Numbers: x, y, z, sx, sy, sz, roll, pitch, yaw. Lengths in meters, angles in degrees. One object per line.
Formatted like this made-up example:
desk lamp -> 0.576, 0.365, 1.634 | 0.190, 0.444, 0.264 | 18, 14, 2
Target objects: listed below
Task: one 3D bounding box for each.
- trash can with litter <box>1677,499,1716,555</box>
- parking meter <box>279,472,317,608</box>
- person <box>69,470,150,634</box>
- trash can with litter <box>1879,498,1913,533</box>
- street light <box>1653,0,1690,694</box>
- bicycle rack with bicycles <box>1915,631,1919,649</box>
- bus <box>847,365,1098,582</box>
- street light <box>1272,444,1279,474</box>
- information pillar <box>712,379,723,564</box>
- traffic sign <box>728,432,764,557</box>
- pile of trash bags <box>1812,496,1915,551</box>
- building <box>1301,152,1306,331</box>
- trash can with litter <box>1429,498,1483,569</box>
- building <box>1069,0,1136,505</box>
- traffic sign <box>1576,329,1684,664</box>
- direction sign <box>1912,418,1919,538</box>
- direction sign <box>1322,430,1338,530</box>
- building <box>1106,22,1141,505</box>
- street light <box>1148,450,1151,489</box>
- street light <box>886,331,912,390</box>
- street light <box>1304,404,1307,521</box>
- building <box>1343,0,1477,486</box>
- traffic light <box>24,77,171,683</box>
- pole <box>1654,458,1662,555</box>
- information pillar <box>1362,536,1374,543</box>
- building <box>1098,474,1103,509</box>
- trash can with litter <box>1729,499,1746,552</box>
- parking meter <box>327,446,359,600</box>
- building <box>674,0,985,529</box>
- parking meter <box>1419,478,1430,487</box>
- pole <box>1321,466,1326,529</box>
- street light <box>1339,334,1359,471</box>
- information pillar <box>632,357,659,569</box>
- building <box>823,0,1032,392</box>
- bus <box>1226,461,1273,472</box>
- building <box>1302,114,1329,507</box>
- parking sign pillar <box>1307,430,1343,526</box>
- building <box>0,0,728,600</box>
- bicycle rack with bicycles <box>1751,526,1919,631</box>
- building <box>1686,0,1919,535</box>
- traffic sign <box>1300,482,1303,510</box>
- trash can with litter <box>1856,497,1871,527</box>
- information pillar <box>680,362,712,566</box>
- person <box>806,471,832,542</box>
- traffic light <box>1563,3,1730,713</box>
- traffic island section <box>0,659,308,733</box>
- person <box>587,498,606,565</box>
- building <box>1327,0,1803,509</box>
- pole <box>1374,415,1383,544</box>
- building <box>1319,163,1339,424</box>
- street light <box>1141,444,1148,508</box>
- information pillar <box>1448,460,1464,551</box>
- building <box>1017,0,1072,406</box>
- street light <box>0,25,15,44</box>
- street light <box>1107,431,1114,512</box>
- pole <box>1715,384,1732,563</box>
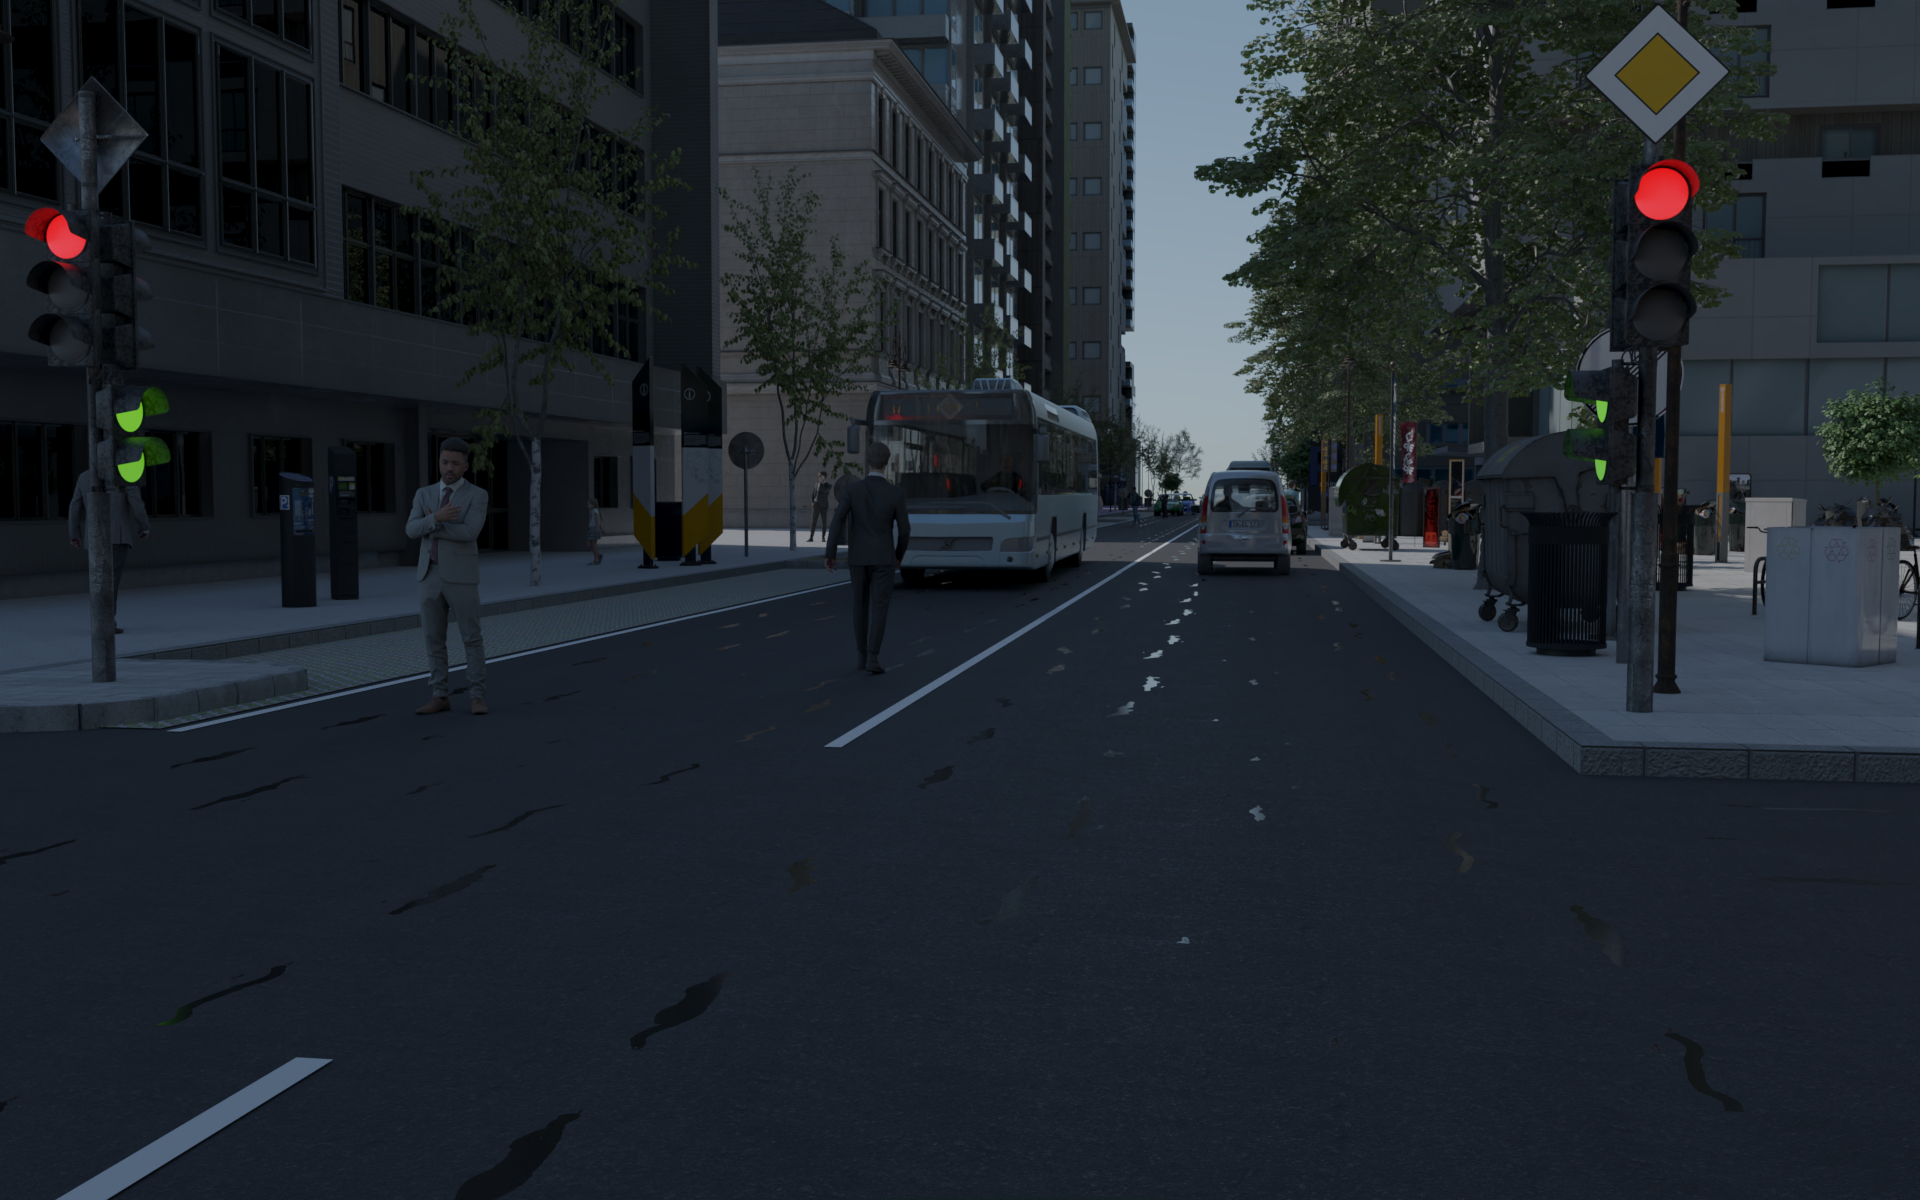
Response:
trash can with litter -> 15.463, -1.534, 36.461 | 0.624, 1.170, 1.055 | -2, 4, -27
parking meter -> -7.517, -0.688, 19.660 | 0.372, 1.533, 0.369 | 0, 3, 0
person -> -7.877, -0.590, 16.086 | 0.661, 1.777, 0.834 | -1, 4, -11
trash can with litter -> 28.890, -2.578, 53.537 | 1.055, 1.170, 0.624 | 1, 4, 10
street light -> 4.563, -2.338, 11.016 | 0.468, 5.910, 1.993 | 1, 4, 9
bicycle rack with bicycles -> 9.344, -0.034, 13.931 | 2.925, 0.926, 2.852 | -2, 4, -27
bus -> 0.694, -2.212, 31.019 | 2.948, 3.499, 13.247 | 1, 4, 9
street light -> 30.789, -11.957, 168.291 | 0.468, 5.910, 1.993 | 1, 4, 9
information pillar -> -4.583, -2.464, 31.637 | 0.504, 3.616, 0.183 | -2, 4, -33
traffic sign -> -4.371, -2.157, 35.372 | 0.768, 2.556, 0.104 | 1, 4, 10
pile of trash bags -> 21.365, -1.828, 39.633 | 3.447, 1.369, 1.912 | 2, 4, 25
building -> 50.896, -33.397, 200.672 | 22.147, 44.769, 28.867 | 1, 4, 9
trash can with litter -> 8.435, -1.114, 29.598 | 0.624, 1.170, 1.055 | -2, 4, -25
building -> 3.777, -36.571, 187.178 | 28.713, 52.752, 27.495 | 1, 4, 9
traffic sign -> 5.018, -0.792, 13.057 | 0.768, 2.556, 0.104 | 1, 4, 13
direction sign -> 28.142, -3.609, 51.001 | 0.379, 3.537, 0.876 | 0, 4, 2
direction sign -> 13.054, -4.233, 61.200 | 0.379, 3.537, 0.876 | -2, 4, -24
building -> 11.766, -55.173, 214.749 | 22.319, 86.520, 31.000 | 1, 4, 9
street light -> 18.643, -12.135, 171.192 | 0.468, 5.910, 1.993 | 1, 4, 9
street light -> -1.716, -4.673, 49.194 | 0.468, 5.910, 1.993 | 1, 4, 9
street light -> 16.725, -6.791, 83.821 | 0.468, 5.910, 1.993 | 1, 4, 9
building -> 34.044, -29.183, 100.851 | 21.300, 48.544, 21.600 | 1, 4, 9
traffic light -> -5.837, -1.395, 11.724 | 0.839, 4.253, 0.868 | 1, 4, 9
pole -> 13.817, -2.478, 34.364 | 0.158, 3.312, 0.155 | 0, 3, 0
information pillar -> 10.793, -2.523, 45.740 | 0.304, 2.012, 0.304 | 1, 4, 13
building -> -4.662, -27.685, 144.532 | 32.217, 40.220, 23.993 | 1, 4, 9
trash can with litter -> 17.452, -1.641, 38.222 | 0.624, 1.170, 1.055 | -1, 4, -22
parking meter -> -7.492, -0.938, 21.042 | 0.255, 1.863, 0.399 | -2, 4, -35
building -> -7.315, -13.107, 65.206 | 10.553, 20.767, 40.483 | 1, 4, 9
parking meter -> 16.539, -3.418, 61.591 | 0.399, 1.863, 0.255 | 1, 4, 22
pole -> 13.315, -4.255, 63.410 | 0.158, 3.312, 0.155 | 0, 3, 0
street light -> 10.626, -4.565, 47.421 | 0.468, 5.910, 1.993 | 1, 4, 9
information pillar -> -5.432, -2.350, 29.774 | 0.504, 3.616, 0.183 | 3, 5, 40
building -> -7.767, -29.564, 102.980 | 23.786, 49.044, 30.456 | 1, 4, 9
bus -> 16.890, -6.553, 102.004 | 2.948, 3.499, 13.247 | 0, 4, 8
building -> 42.889, -30.384, 180.377 | 14.154, 41.232, 14.086 | 1, 4, 9
parking sign pillar -> 14.869, -5.017, 70.493 | 1.447, 3.967, 1.447 | 2, 4, 24
building -> -15.265, -12.938, 30.599 | 14.314, 24.678, 30.058 | 1, 4, 9
bicycle rack with bicycles -> 9.470, -0.301, 18.311 | 2.925, 0.926, 2.852 | -3, 5, -42
building -> 32.974, -29.136, 65.610 | 28.713, 52.752, 27.495 | 1, 4, 9
traffic sign -> 16.240, -5.035, 82.428 | 0.768, 2.556, 0.104 | 1, 4, 12
trash can with litter -> 23.052, -2.039, 44.394 | 1.678, 1.210, 2.233 | 0, 4, -2
information pillar -> -4.754, -2.421, 30.939 | 0.504, 3.616, 0.183 | -2, 4, -28
person -> -3.761, -2.509, 46.428 | 0.648, 1.900, 0.474 | 1, 4, 18
traffic light -> 3.993, -1.296, 10.111 | 0.839, 4.253, 0.868 | 1, 4, 9
traffic island section -> -5.874, 0.637, 11.865 | 2.009, 0.180, 2.903 | 1, 4, 9
person -> -6.535, -1.235, 31.243 | 0.382, 1.210, 0.505 | -2, 4, -24
building -> 40.835, -32.760, 124.866 | 28.713, 52.752, 27.495 | 1, 4, 9
pole -> 10.760, -3.101, 44.547 | 0.158, 3.312, 0.155 | 0, 3, 0
building -> 37.650, -22.961, 147.120 | 14.160, 30.474, 14.107 | 1, 4, 9
street light -> 16.948, -11.511, 160.998 | 0.468, 5.910, 1.993 | 1, 4, 9
information pillar -> 10.613, -1.991, 37.047 | 0.304, 2.012, 0.304 | 1, 4, 17
building -> 0.285, -26.962, 124.417 | 14.154, 41.232, 14.086 | 1, 4, 9
street light -> -7.673, -2.445, 12.772 | 0.468, 5.910, 1.993 | 1, 4, 9
street light -> 10.842, -9.285, 124.600 | 0.468, 5.910, 1.993 | 1, 4, 9
pole -> 14.223, -2.350, 32.260 | 0.158, 3.312, 0.155 | 0, 3, 0
